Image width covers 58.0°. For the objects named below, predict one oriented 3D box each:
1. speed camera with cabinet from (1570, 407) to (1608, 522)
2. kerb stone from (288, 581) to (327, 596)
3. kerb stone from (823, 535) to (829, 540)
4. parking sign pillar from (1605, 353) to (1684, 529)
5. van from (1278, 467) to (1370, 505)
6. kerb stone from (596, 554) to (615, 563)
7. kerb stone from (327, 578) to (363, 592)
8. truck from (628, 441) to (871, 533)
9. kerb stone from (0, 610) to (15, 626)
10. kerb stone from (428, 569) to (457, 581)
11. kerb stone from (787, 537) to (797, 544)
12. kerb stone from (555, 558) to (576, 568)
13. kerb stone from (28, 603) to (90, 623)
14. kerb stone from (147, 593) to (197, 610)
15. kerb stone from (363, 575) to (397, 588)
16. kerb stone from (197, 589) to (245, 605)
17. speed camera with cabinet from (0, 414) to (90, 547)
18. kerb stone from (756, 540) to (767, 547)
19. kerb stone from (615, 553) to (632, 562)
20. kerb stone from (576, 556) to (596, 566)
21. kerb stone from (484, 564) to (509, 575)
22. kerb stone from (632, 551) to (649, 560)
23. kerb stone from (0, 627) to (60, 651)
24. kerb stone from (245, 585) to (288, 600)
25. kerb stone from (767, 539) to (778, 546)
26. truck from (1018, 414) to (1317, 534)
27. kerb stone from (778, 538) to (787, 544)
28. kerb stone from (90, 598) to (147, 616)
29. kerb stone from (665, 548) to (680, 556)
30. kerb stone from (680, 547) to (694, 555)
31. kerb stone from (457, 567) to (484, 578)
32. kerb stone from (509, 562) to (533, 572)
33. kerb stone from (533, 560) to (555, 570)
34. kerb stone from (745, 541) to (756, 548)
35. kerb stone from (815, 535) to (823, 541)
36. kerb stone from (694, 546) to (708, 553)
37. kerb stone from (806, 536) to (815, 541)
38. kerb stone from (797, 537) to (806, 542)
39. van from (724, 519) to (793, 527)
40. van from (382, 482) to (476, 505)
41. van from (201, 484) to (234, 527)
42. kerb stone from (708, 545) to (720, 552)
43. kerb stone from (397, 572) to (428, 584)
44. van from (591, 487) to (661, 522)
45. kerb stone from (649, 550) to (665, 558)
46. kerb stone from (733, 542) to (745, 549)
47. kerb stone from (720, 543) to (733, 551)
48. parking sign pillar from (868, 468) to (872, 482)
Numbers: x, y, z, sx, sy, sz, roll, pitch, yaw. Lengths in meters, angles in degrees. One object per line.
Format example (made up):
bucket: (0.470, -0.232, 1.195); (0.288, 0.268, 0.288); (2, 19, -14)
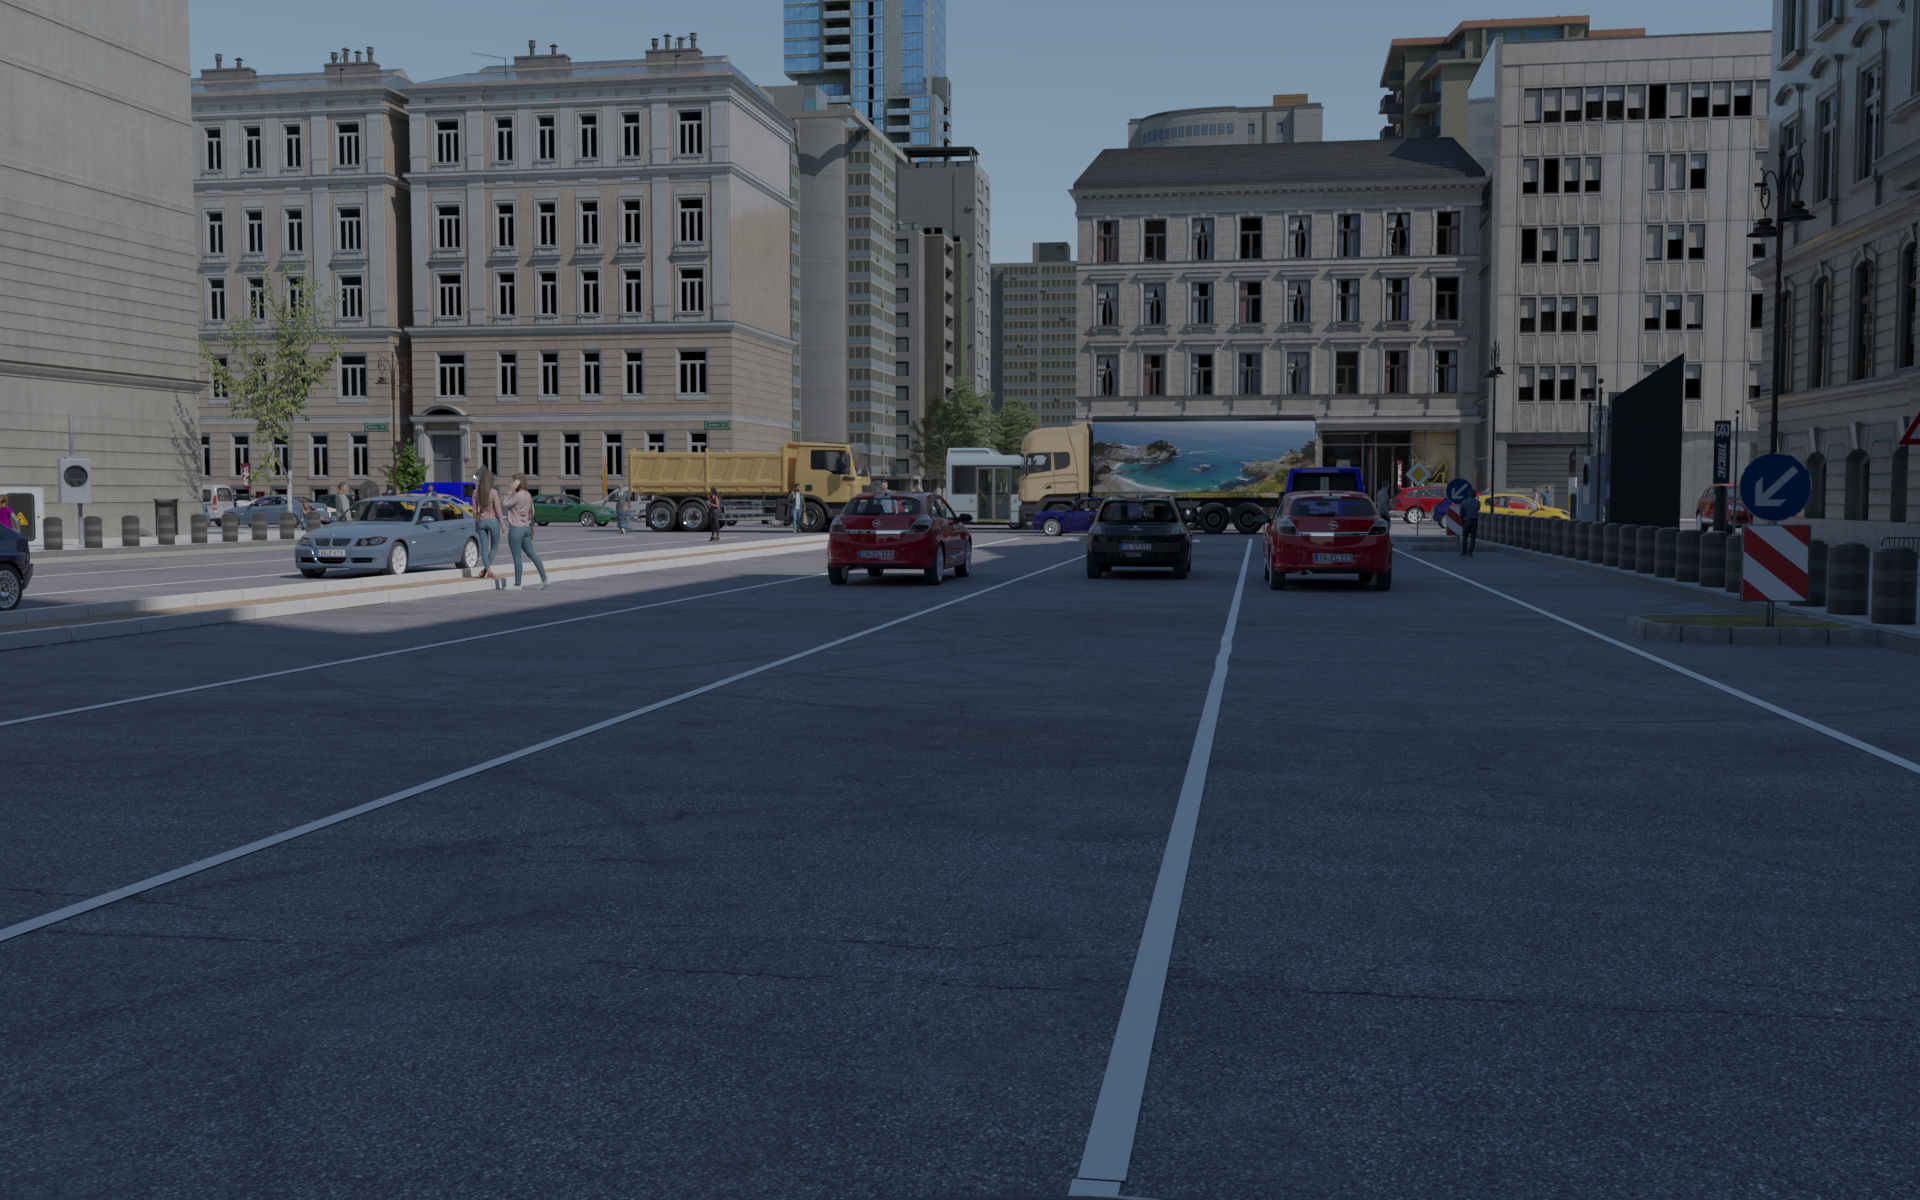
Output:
speed camera with cabinet: (14.597, -2.794, 40.018); (0.660, 3.252, 2.038); (1, 4, 8)
kerb stone: (-9.400, -0.154, 24.720); (0.120, 0.150, 1.000); (1, 4, 10)
kerb stone: (-4.270, -1.953, 54.130); (0.120, 0.150, 1.000); (1, 4, 10)
parking sign pillar: (13.179, -2.747, 33.383); (1.447, 3.967, 1.447); (1, 4, 9)
van: (8.780, -2.287, 41.773); (2.240, 2.365, 5.245); (1, 4, 12)
kerb stone: (-7.447, -0.834, 35.875); (0.120, 0.150, 1.000); (1, 4, 10)
kerb stone: (-9.214, -0.214, 25.730); (0.120, 0.150, 1.000); (1, 4, 10)
truck: (-7.422, -4.237, 65.202); (9.791, 3.379, 3.469); (1, 4, 10)
kerb stone: (-10.453, 0.219, 18.616); (0.120, 0.150, 1.000); (1, 4, 10)
kerb stone: (-8.691, -0.403, 28.785); (0.120, 0.150, 1.000); (1, 4, 10)
kerb stone: (-4.975, -1.705, 50.075); (0.120, 0.150, 1.000); (1, 4, 10)
kerb stone: (-7.802, -0.713, 33.846); (0.120, 0.150, 1.000); (1, 4, 10)
kerb stone: (-10.280, 0.157, 19.633); (0.120, 0.150, 1.000); (1, 4, 10)
kerb stone: (-9.929, 0.033, 21.662); (0.120, 0.150, 1.000); (1, 4, 10)
kerb stone: (-9.037, -0.279, 26.755); (0.120, 0.150, 1.000); (1, 4, 10)
kerb stone: (-9.750, -0.030, 22.687); (0.120, 0.150, 1.000); (1, 4, 10)
speed camera with cabinet: (-22.516, -2.948, 42.530); (2.038, 3.252, 0.660); (-3, 4, -36)
kerb stone: (-5.509, -1.519, 47.027); (0.120, 0.150, 1.000); (1, 4, 10)
kerb stone: (-7.269, -0.899, 36.887); (0.120, 0.150, 1.000); (1, 4, 10)
kerb stone: (-7.626, -0.774, 34.858); (0.120, 0.150, 1.000); (1, 4, 10)
kerb stone: (-8.337, -0.527, 30.809); (0.120, 0.150, 1.000); (1, 4, 10)
kerb stone: (-7.098, -0.958, 37.900); (0.120, 0.150, 1.000); (1, 4, 10)
kerb stone: (-8.745, 0.363, 16.264); (0.120, 0.150, 1.000); (1, 4, 10)
kerb stone: (-9.561, -0.090, 23.699); (0.120, 0.150, 1.000); (1, 4, 10)
kerb stone: (-5.326, -1.581, 48.044); (0.120, 0.150, 1.000); (1, 4, 10)
truck: (7.137, -4.529, 62.961); (11.283, 4.237, 2.839); (1, 4, 8)
kerb stone: (-5.158, -1.643, 49.058); (0.120, 0.150, 1.000); (1, 4, 10)
kerb stone: (-10.102, 0.095, 20.649); (0.120, 0.150, 1.000); (1, 4, 10)
kerb stone: (-6.741, -1.084, 39.928); (0.120, 0.150, 1.000); (1, 4, 10)
kerb stone: (-6.565, -1.145, 40.940); (0.120, 0.150, 1.000); (1, 4, 10)
kerb stone: (-8.515, -0.463, 29.797); (0.120, 0.150, 1.000); (1, 4, 10)
kerb stone: (-8.163, -0.589, 31.821); (0.120, 0.150, 1.000); (1, 4, 10)
kerb stone: (-7.980, -0.645, 32.832); (0.120, 0.150, 1.000); (1, 4, 10)
kerb stone: (-5.683, -1.457, 46.014); (0.120, 0.150, 1.000); (1, 4, 10)
kerb stone: (-4.449, -1.889, 53.119); (0.120, 0.150, 1.000); (1, 4, 10)
kerb stone: (-6.392, -1.206, 41.953); (0.120, 0.150, 1.000); (1, 4, 10)
kerb stone: (-4.619, -1.829, 52.106); (0.120, 0.150, 1.000); (1, 4, 10)
kerb stone: (-4.801, -1.767, 51.093); (0.120, 0.150, 1.000); (1, 4, 10)
van: (-9.256, -4.310, 77.474); (4.112, 2.044, 2.013); (1, 4, 12)
van: (-27.341, -5.131, 88.274); (5.245, 2.365, 2.240); (1, 4, 10)
van: (-34.018, -4.214, 75.916); (4.112, 2.044, 2.013); (0, 4, 8)
kerb stone: (-6.219, -1.271, 42.969); (0.120, 0.150, 1.000); (1, 4, 10)
kerb stone: (-8.867, -0.341, 27.773); (0.120, 0.150, 1.000); (1, 4, 10)
van: (-17.219, -5.004, 88.829); (4.112, 2.044, 2.013); (1, 4, 8)
kerb stone: (-6.920, -1.022, 38.912); (0.120, 0.150, 1.000); (1, 4, 10)
kerb stone: (-5.859, -1.395, 45.001); (0.120, 0.150, 1.000); (1, 4, 10)
kerb stone: (-6.042, -1.333, 43.990); (0.120, 0.150, 1.000); (1, 4, 10)
parking sign pillar: (-7.092, -8.432, 126.342); (1.447, 3.967, 1.447); (-1, 4, -20)
